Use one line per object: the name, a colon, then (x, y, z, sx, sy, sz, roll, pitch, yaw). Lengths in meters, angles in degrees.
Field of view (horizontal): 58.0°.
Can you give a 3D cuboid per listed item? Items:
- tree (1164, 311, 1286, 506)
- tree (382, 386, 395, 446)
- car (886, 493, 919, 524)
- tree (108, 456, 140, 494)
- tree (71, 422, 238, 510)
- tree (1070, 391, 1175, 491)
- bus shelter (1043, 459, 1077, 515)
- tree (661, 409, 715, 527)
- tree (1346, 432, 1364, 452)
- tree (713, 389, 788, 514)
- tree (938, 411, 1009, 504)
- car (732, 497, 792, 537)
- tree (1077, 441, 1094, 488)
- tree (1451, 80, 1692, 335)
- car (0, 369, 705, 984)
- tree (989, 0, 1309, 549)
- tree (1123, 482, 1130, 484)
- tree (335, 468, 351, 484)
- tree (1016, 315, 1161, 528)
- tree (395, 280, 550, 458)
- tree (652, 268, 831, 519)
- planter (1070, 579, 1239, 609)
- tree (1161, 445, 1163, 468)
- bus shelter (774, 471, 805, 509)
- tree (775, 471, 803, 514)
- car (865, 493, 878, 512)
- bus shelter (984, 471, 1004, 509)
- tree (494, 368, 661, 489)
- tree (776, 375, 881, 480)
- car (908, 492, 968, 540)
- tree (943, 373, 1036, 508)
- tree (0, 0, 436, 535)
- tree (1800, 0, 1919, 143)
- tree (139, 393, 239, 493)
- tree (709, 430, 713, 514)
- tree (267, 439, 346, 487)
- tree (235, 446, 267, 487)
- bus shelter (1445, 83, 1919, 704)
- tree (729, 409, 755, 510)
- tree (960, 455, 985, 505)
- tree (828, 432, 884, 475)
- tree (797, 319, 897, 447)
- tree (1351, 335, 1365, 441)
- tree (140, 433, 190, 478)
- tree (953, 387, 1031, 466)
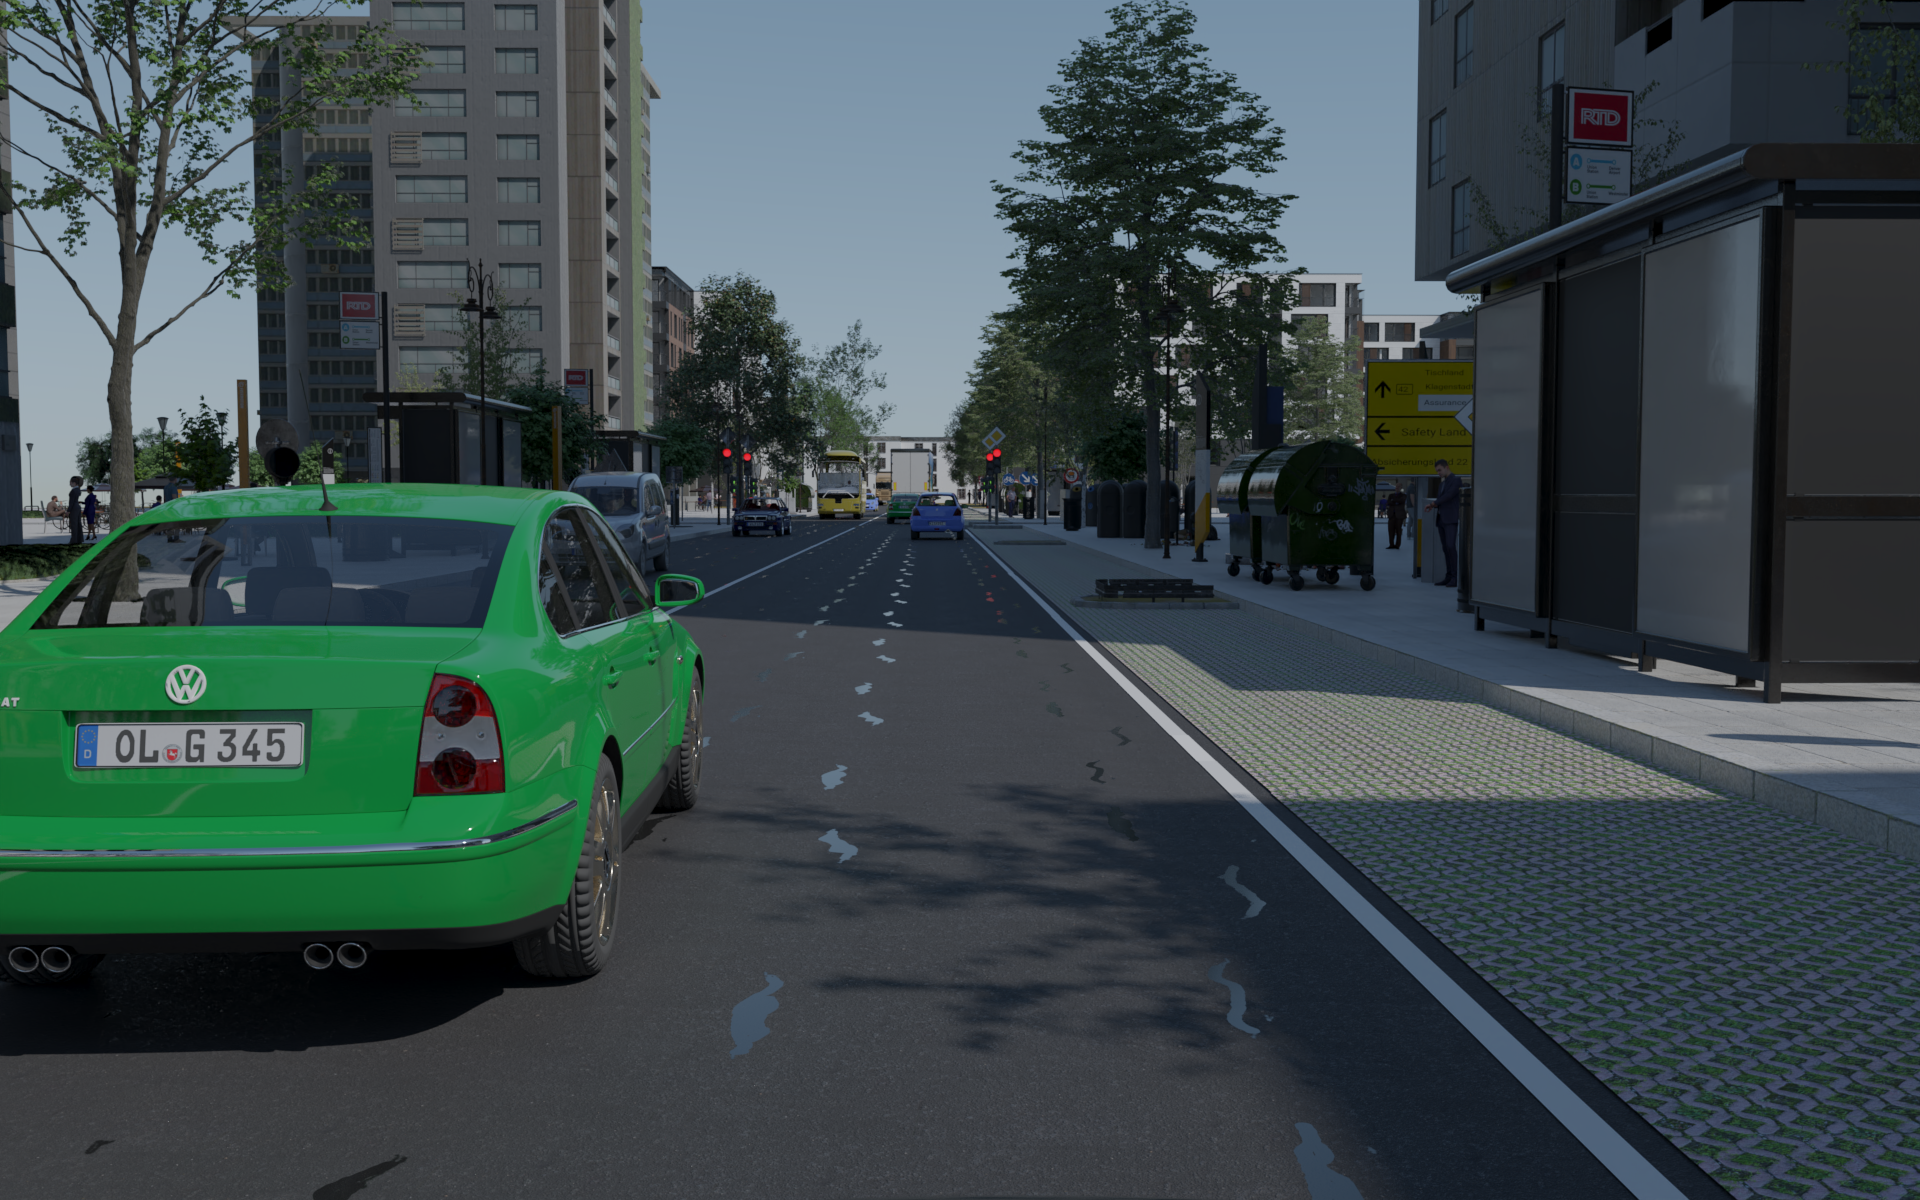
tree: (10.741, -7.112, 66.647, 4.360, 8.622, 3.978, 0, 3, 0)
tree: (-29.882, -8.905, 95.957, 4.737, 8.622, 4.395, 0, 3, 0)
car: (-2.624, -4.632, 84.528, 1.959, 1.807, 4.718, 0, 4, 0)
tree: (-32.965, -4.534, 68.732, 1.663, 3.219, 1.824, 0, 3, 0)
tree: (-63.208, -10.635, 136.780, 11.467, 7.101, 20.602, -1, 4, -23)
tree: (4.995, -4.334, 54.567, 4.285, 4.588, 4.351, 0, 3, 0)
bus shelter: (5.679, -6.594, 101.733, 2.014, 3.302, 5.546, 0, 4, -1)
tree: (-11.154, -5.097, 67.053, 4.285, 4.588, 4.351, 0, 3, 0)
tree: (19.248, -6.336, 87.313, 4.285, 4.588, 4.351, 0, 3, 0)
tree: (-11.341, -9.037, 98.124, 4.360, 8.622, 3.978, 0, 3, 0)
tree: (2.024, -18.568, 220.587, 9.611, 12.733, 9.660, 0, 3, 0)
car: (-6.822, -2.883, 59.713, 1.945, 1.354, 3.894, 0, 4, 0)
tree: (10.667, -11.689, 141.481, 4.737, 8.622, 4.395, 0, 3, 0)
tree: (10.892, -4.889, 30.301, 4.360, 8.622, 3.978, 0, 3, 0)
car: (-2.001, 0.142, 6.467, 1.959, 1.807, 4.718, 0, 4, -3)
tree: (4.157, -7.497, 40.703, 7.486, 12.596, 7.792, 0, 3, 0)
tree: (13.572, -8.519, 133.882, 1.663, 3.219, 1.824, 0, 3, 0)
tree: (-38.758, -6.954, 108.303, 1.663, 3.219, 1.824, 0, 3, 0)
tree: (4.497, -7.032, 65.329, 4.360, 8.622, 3.978, 0, 3, 0)
tree: (-16.473, -6.730, 60.393, 4.737, 8.622, 4.395, 0, 3, 0)
tree: (-11.339, -10.467, 88.144, 9.611, 12.733, 9.660, 0, 3, 0)
planter: (2.442, -0.073, 22.338, 1.991, 0.319, 1.994, 0, 4, -1)
tree: (16.321, -10.951, 129.412, 4.360, 8.622, 3.978, 0, 3, 0)
bus shelter: (-12.916, -8.398, 131.231, 2.014, 3.302, 5.546, 0, 4, -1)
tree: (-11.090, -7.104, 110.751, 1.663, 3.219, 1.824, 0, 3, 0)
car: (-7.608, -8.048, 141.180, 1.945, 1.707, 3.694, 0, 4, 1)
bus shelter: (3.149, -9.569, 150.377, 2.014, 3.302, 5.546, 0, 4, -1)
tree: (-10.775, -3.707, 44.324, 4.285, 4.588, 4.351, 0, 3, 0)
tree: (-12.528, -13.862, 152.392, 9.928, 11.665, 9.643, 0, 3, 0)
car: (-0.705, -2.812, 55.574, 1.945, 1.707, 3.694, 0, 4, 0)
tree: (3.161, -12.591, 140.268, 8.767, 10.594, 7.601, -1, 4, -13)
tree: (-9.878, -5.788, 20.387, 9.928, 11.665, 9.643, 0, 3, 0)
tree: (12.700, -4.404, 22.366, 4.737, 8.622, 4.395, 0, 3, 0)
tree: (-14.653, -2.370, 33.359, 1.663, 3.219, 1.824, 0, 3, 0)
tree: (-15.927, -9.936, 112.813, 4.360, 8.622, 3.978, 0, 3, 0)
tree: (-38.053, -7.285, 102.831, 4.285, 4.588, 4.351, 0, 3, 0)
tree: (-42.652, -7.480, 106.007, 4.285, 4.588, 4.351, 0, 3, 0)
bus shelter: (5.661, -2.268, 14.709, 2.179, 5.291, 8.768, 0, 4, -1)
tree: (-18.693, -11.790, 143.124, 4.737, 8.622, 4.395, 0, 3, 0)
tree: (1.778, -15.306, 200.616, 4.360, 8.622, 3.978, 0, 3, 0)
tree: (-13.466, -18.205, 232.069, 7.601, 10.594, 8.767, 2, 4, 25)
tree: (-12.924, -20.374, 189.004, 12.611, 20.169, 13.585, 0, 3, 0)
tree: (22.680, -11.780, 110.723, 7.486, 12.596, 7.792, 0, 3, 0)
tree: (-42.777, -6.736, 93.846, 4.285, 4.588, 4.351, 0, 3, 0)
tree: (3.150, -14.278, 159.200, 9.928, 11.665, 9.643, 0, 3, 0)
